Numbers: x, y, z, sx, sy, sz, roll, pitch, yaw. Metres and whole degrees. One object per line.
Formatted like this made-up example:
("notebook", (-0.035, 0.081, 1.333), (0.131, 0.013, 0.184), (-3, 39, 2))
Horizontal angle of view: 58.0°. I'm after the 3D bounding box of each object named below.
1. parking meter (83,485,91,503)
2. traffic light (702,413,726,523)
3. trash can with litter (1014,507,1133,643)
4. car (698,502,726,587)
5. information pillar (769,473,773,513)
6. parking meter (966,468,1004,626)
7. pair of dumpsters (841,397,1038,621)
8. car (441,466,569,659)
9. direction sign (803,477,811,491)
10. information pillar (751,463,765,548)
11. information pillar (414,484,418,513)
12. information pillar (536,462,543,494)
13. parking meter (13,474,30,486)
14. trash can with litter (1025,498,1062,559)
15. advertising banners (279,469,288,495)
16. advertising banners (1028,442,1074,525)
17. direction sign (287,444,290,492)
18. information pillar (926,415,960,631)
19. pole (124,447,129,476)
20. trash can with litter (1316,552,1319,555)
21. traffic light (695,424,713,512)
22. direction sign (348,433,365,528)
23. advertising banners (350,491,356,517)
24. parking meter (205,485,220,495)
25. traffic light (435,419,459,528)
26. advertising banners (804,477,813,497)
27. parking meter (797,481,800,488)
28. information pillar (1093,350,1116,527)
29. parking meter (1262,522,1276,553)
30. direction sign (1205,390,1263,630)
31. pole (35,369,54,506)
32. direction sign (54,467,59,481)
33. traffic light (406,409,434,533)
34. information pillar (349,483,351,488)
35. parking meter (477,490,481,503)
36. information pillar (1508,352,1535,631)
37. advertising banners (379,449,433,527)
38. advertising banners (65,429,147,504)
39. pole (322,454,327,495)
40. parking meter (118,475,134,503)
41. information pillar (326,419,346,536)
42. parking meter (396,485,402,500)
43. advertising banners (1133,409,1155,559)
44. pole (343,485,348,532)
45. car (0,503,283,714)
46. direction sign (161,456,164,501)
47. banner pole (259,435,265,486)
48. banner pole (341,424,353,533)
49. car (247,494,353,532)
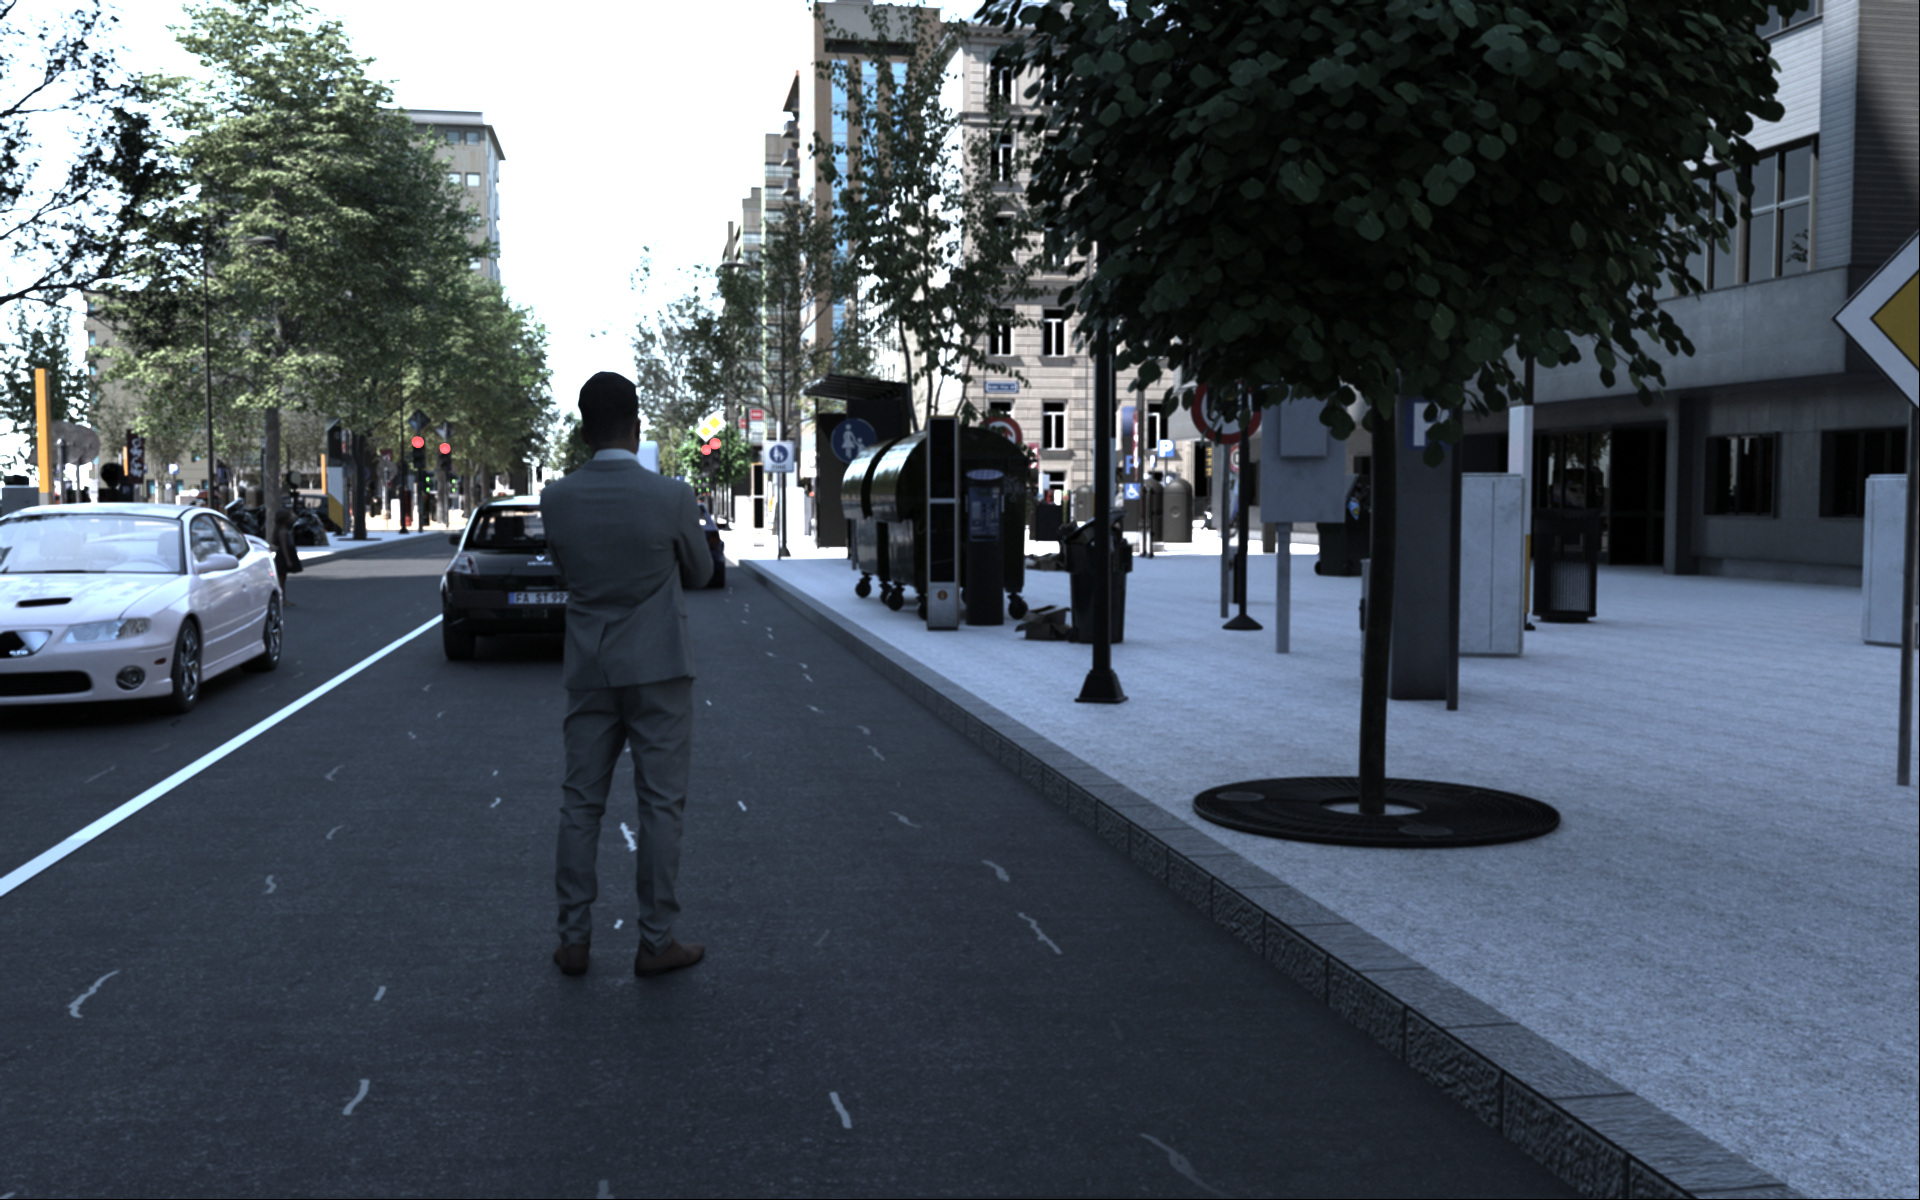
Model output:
("parking meter", (-56.141, -6.465, 111.417), (0.255, 1.863, 0.399), (3, 4, 38))
("traffic light", (-8.339, -4.275, 58.825), (0.839, 4.253, 0.868), (-1, 4, -10))
("trash can with litter", (0.968, -0.224, 15.058), (1.055, 1.170, 0.624), (2, 4, 32))
("car", (-4.701, -0.929, 27.768), (1.945, 1.354, 3.894), (-1, 4, -11))
("information pillar", (-12.630, -7.610, 115.770), (0.183, 3.616, 0.504), (1, 4, 17))
("parking meter", (0.243, -0.524, 16.977), (0.372, 1.533, 0.369), (0, 3, 0))
("pair of dumpsters", (-0.301, -1.042, 19.523), (1.574, 2.255, 4.437), (-1, 4, -11))
("car", (-3.894, -0.413, 16.532), (2.009, 1.686, 4.222), (-1, 4, -10))
("direction sign", (-11.543, -8.543, 131.669), (0.876, 3.537, 0.379), (-3, 4, -37))
("information pillar", (-4.858, -2.273, 41.658), (0.304, 2.012, 0.304), (-1, 4, -14))
("information pillar", (-37.760, -7.098, 120.542), (0.304, 2.012, 0.304), (-3, 4, -38))
("information pillar", (-30.436, -8.204, 125.495), (0.504, 3.616, 0.183), (-1, 4, -18))
("parking meter", (-26.900, -2.692, 49.725), (0.399, 1.863, 0.255), (0, 4, 1))
("trash can with litter", (1.389, -1.417, 34.233), (2.233, 1.210, 1.678), (1, 4, 13))
("advertising banners", (-47.024, -7.597, 120.397), (0.090, 3.025, 2.074), (0, 4, -7))
("advertising banners", (3.020, -3.790, 58.152), (0.090, 3.025, 2.074), (-3, 5, -44))
("direction sign", (-30.353, -5.282, 78.357), (0.379, 3.537, 0.876), (-1, 4, -15))
("information pillar", (-0.157, -0.723, 16.311), (0.304, 2.012, 0.304), (0, 4, 3))
("pole", (-36.334, -4.999, 75.582), (0.158, 3.312, 0.155), (0, 3, 0))
("trash can with litter", (7.678, -1.423, 34.655), (1.055, 1.170, 0.624), (1, 4, 21))
("traffic light", (-9.785, -4.756, 66.678), (0.839, 4.253, 0.868), (-1, 4, -10))
("direction sign", (-22.644, -4.444, 64.651), (0.876, 3.537, 0.379), (0, 4, 0))
("advertising banners", (-34.805, -6.285, 98.953), (0.090, 3.025, 2.074), (-2, 4, -31))
("parking meter", (-20.818, -2.437, 48.264), (0.372, 1.533, 0.369), (0, 3, 0))
("traffic light", (-19.235, -4.649, 64.928), (0.839, 4.253, 0.868), (-1, 4, -10))
("advertising banners", (-8.635, -6.238, 98.173), (0.090, 3.025, 2.074), (1, 4, 17))
("parking meter", (-6.380, -3.754, 67.090), (0.399, 1.863, 0.255), (-1, 4, -20))
("information pillar", (2.155, -2.103, 25.743), (0.183, 3.616, 0.504), (-2, 4, -30))
("parking meter", (6.692, -1.942, 37.468), (0.255, 1.863, 0.399), (0, 4, -1))
("direction sign", (2.688, -1.491, 16.370), (0.876, 3.537, 0.379), (-2, 4, -29))
("pole", (-14.949, -2.108, 28.316), (0.158, 3.312, 0.155), (0, 3, 0))
("direction sign", (-55.746, -7.001, 106.459), (0.876, 3.537, 0.379), (1, 4, 11))
("traffic light", (-17.789, -4.168, 57.075), (0.839, 4.253, 0.868), (-1, 4, -10))
("information pillar", (-38.857, -6.453, 109.992), (0.304, 2.012, 0.304), (1, 4, 19))
("parking meter", (-29.682, -6.013, 106.725), (0.372, 1.533, 0.369), (0, 3, 0))
("information pillar", (5.315, -1.532, 16.408), (0.183, 3.616, 0.504), (0, 4, 1))
("advertising banners", (-21.629, -4.368, 67.608), (2.074, 3.025, 0.090), (-3, 5, -40))
("advertising banners", (-22.812, -3.065, 46.300), (2.074, 3.025, 0.090), (-2, 4, -28))
("pole", (-32.635, -5.816, 88.935), (0.158, 3.312, 0.155), (0, 3, 0))
("parking meter", (-23.953, -2.695, 49.774), (0.399, 1.863, 0.255), (-1, 4, -20))
("information pillar", (-19.075, -3.764, 52.892), (0.183, 3.616, 0.504), (2, 4, 35))
("parking meter", (-36.966, -6.637, 114.218), (0.255, 1.863, 0.399), (2, 4, 31))
("advertising banners", (3.714, -2.385, 35.178), (0.090, 3.025, 2.074), (0, 4, -5))
("pole", (-20.410, -3.890, 57.451), (0.158, 3.312, 0.155), (0, 3, 0))
("car", (-6.231, -0.016, 12.619), (2.083, 1.381, 4.827), (-1, 4, -11))
("direction sign", (-47.701, -6.828, 103.629), (0.379, 3.537, 0.876), (-2, 4, -26))
("banner pole", (-26.056, -4.607, 65.339), (0.401, 3.779, 0.863), (2, 4, 24))
("banner pole", (-20.154, -4.087, 56.838), (0.401, 3.779, 0.863), (0, 4, -3))
("car", (-23.616, -3.132, 60.997), (4.222, 1.686, 2.009), (-1, 4, -10))
